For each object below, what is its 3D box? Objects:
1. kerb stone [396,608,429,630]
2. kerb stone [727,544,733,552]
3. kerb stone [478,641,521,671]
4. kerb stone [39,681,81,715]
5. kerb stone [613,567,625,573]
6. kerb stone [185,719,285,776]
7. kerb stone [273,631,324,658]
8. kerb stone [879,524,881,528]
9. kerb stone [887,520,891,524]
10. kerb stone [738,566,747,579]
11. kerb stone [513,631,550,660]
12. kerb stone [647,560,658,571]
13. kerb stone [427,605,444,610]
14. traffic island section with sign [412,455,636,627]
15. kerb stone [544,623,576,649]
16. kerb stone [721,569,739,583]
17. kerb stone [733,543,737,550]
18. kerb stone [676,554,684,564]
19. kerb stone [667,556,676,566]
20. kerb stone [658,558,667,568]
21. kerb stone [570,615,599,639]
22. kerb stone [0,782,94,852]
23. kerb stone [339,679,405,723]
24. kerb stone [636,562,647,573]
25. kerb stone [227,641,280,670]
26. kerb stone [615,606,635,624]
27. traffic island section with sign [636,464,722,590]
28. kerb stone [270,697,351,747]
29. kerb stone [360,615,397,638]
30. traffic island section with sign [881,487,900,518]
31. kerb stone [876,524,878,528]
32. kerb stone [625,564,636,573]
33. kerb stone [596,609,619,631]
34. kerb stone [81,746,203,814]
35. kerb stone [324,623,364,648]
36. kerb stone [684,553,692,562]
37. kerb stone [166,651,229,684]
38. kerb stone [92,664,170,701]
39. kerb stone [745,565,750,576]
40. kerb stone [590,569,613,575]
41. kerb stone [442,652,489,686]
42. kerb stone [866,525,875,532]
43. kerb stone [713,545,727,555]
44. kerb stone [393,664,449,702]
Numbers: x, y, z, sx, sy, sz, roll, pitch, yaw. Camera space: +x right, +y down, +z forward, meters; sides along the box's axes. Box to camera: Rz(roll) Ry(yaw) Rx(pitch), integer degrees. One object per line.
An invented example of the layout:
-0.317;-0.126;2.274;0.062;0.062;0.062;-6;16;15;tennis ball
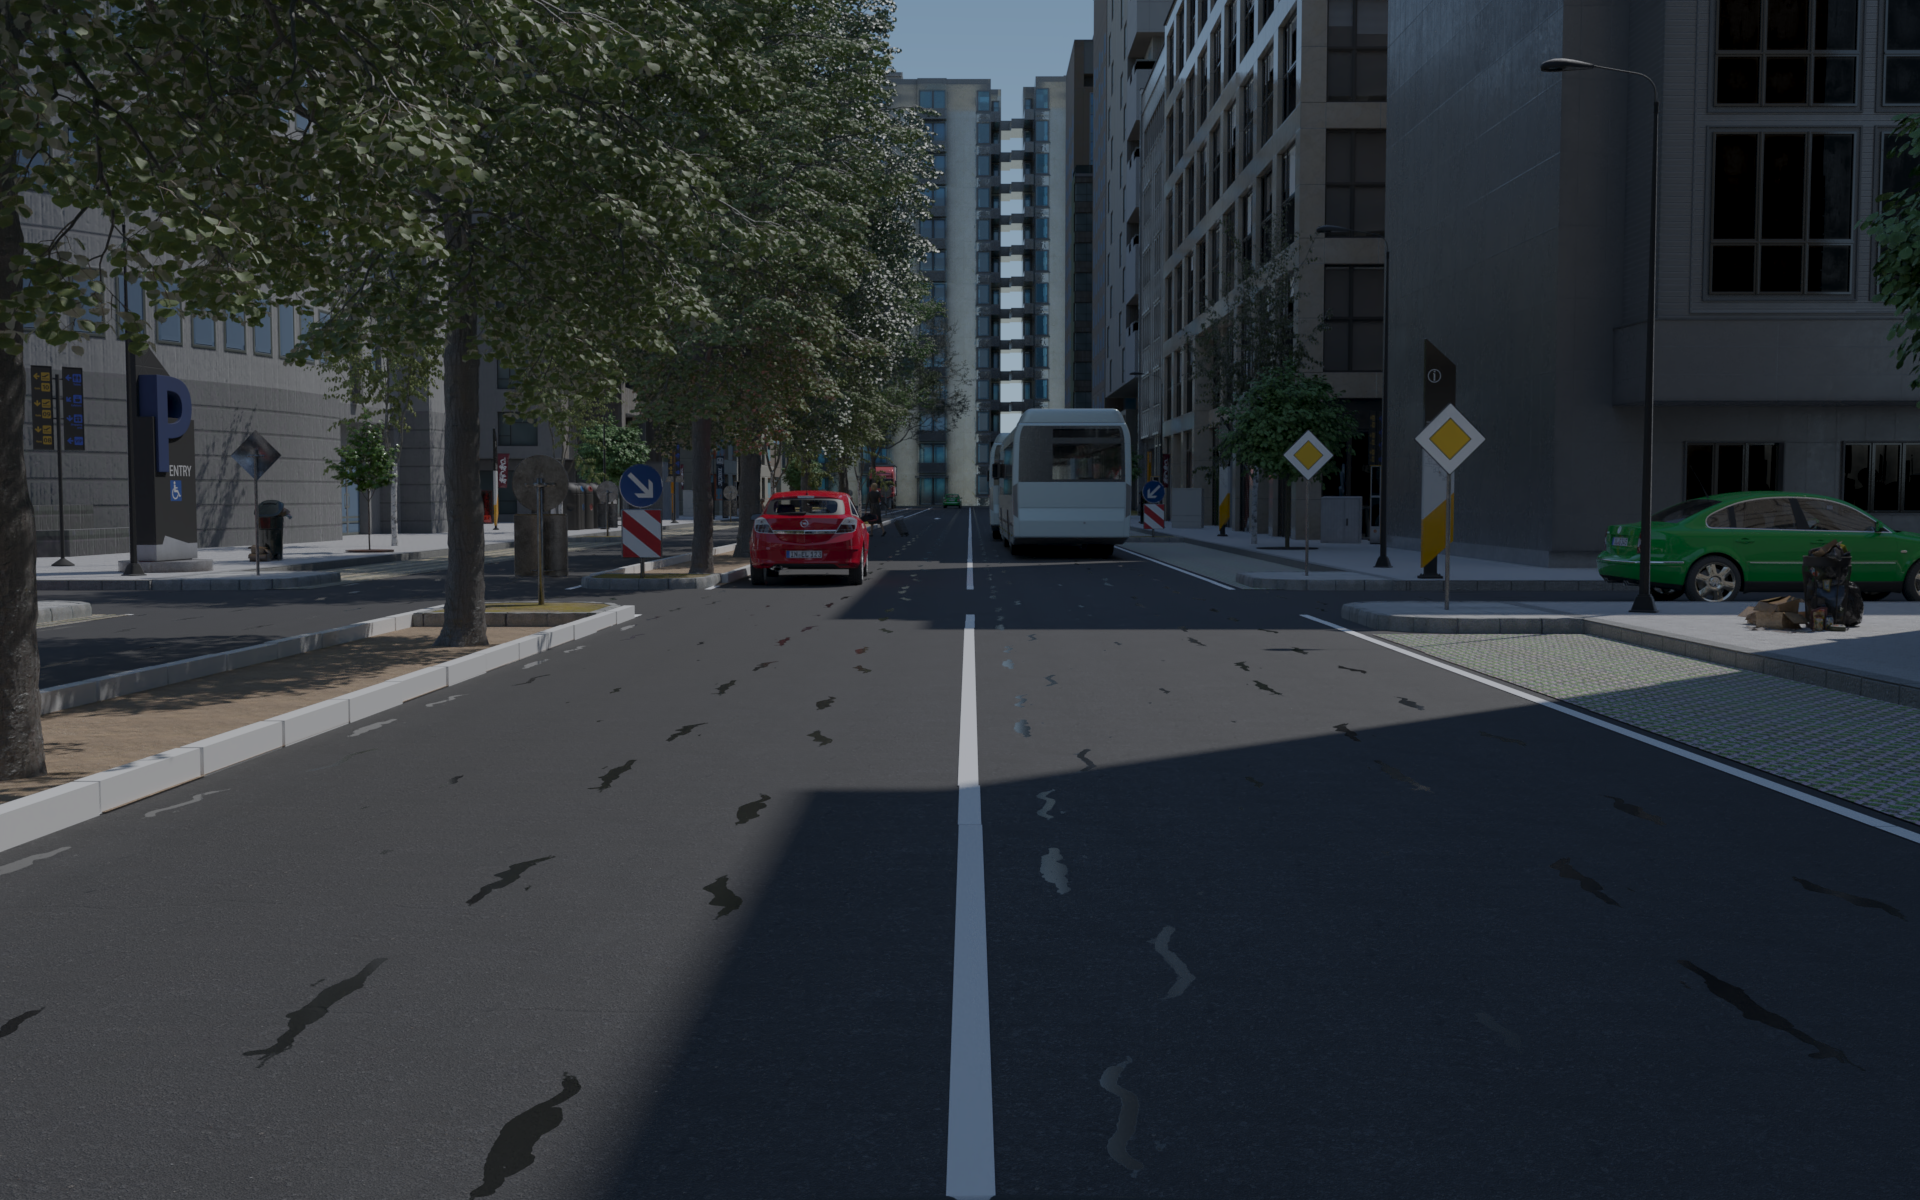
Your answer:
-5.933;0.223;18.544;0.120;0.150;1.000;0;4;0;kerb stone
-5.792;-1.248;42.648;0.120;0.150;1.000;0;4;0;kerb stone
-3.862;0.476;14.411;0.120;0.150;1.000;0;4;0;kerb stone
-5.982;0.663;11.372;0.120;0.150;1.000;0;4;0;kerb stone
-5.876;-0.431;29.328;0.120;0.150;1.000;0;4;0;kerb stone
-3.891;0.790;9.280;0.120;0.150;1.000;0;4;0;kerb stone
-5.954;0.411;15.479;0.120;0.150;1.000;0;4;0;kerb stone
-3.517;-3.132;73.413;0.120;0.150;1.000;0;4;0;kerb stone
-3.475;-3.635;81.630;0.120;0.150;1.000;0;4;0;kerb stone
-3.774;-0.435;29.308;0.120;0.150;1.000;0;4;0;kerb stone
-3.854;0.414;15.433;0.120;0.150;1.000;0;4;0;kerb stone
-5.852;-0.624;32.395;0.120;0.150;1.000;0;4;0;kerb stone
-5.936;0.161;19.578;0.120;0.150;1.000;0;4;0;kerb stone
-4.876;-0.695;19.502;2.006;1.907;1.989;0;4;0;traffic island section with sign
-3.850;0.351;16.463;0.120;0.150;1.000;0;4;0;kerb stone
-3.778;-0.372;28.285;0.120;0.150;1.000;0;4;0;kerb stone
-5.798;-1.308;43.670;0.120;0.150;1.000;0;4;0;kerb stone
-5.837;-0.811;35.462;0.120;0.150;1.000;0;4;0;kerb stone
-5.844;-0.748;34.440;0.120;0.150;1.000;0;4;0;kerb stone
-5.855;-0.686;33.418;0.120;0.150;1.000;0;4;0;kerb stone
-3.836;0.290;17.487;0.120;0.150;1.000;0;4;0;kerb stone
-3.900;0.916;7.222;0.120;0.150;1.000;0;4;0;kerb stone
-3.873;0.664;11.335;0.120;0.150;1.000;0;4;0;kerb stone
-5.861;-0.561;31.372;0.120;0.150;1.000;0;4;0;kerb stone
-5.957;0.482;14.454;0.120;0.150;1.000;0;4;0;kerb stone
-3.827;0.170;19.533;0.120;0.150;1.000;0;4;0;kerb stone
-4.823;-1.148;26.909;2.006;1.907;1.989;0;4;0;traffic island section with sign
-3.881;0.727;10.313;0.120;0.150;1.000;0;4;0;kerb stone
-5.944;0.289;17.523;0.120;0.150;1.000;0;4;0;kerb stone
-4.394;-5.744;102.046;2.006;1.907;1.989;0;4;0;traffic island section with sign
-3.537;-2.945;70.339;0.120;0.150;1.000;0;4;0;kerb stone
-5.876;-0.496;30.350;0.120;0.150;1.000;0;4;0;kerb stone
-3.839;0.233;18.510;0.120;0.150;1.000;0;4;0;kerb stone
-3.901;0.853;8.248;0.120;0.150;1.000;0;4;0;kerb stone
-5.944;0.355;16.501;0.120;0.150;1.000;0;4;0;kerb stone
-5.833;-0.874;36.491;0.120;0.150;1.000;0;4;0;kerb stone
-5.967;0.540;13.432;0.120;0.150;1.000;0;4;0;kerb stone
-5.972;0.599;12.410;0.120;0.150;1.000;0;4;0;kerb stone
-3.768;-0.498;30.332;0.120;0.150;1.000;0;4;0;kerb stone
-5.877;-0.374;28.303;0.120;0.150;1.000;0;4;0;kerb stone
-3.863;0.539;13.389;0.120;0.150;1.000;0;4;0;kerb stone
-3.548;-2.819;68.288;0.120;0.150;1.000;0;4;0;kerb stone
-5.799;-1.188;41.625;0.120;0.150;1.000;0;4;0;kerb stone
-3.880;0.601;12.362;0.120;0.150;1.000;0;4;0;kerb stone
